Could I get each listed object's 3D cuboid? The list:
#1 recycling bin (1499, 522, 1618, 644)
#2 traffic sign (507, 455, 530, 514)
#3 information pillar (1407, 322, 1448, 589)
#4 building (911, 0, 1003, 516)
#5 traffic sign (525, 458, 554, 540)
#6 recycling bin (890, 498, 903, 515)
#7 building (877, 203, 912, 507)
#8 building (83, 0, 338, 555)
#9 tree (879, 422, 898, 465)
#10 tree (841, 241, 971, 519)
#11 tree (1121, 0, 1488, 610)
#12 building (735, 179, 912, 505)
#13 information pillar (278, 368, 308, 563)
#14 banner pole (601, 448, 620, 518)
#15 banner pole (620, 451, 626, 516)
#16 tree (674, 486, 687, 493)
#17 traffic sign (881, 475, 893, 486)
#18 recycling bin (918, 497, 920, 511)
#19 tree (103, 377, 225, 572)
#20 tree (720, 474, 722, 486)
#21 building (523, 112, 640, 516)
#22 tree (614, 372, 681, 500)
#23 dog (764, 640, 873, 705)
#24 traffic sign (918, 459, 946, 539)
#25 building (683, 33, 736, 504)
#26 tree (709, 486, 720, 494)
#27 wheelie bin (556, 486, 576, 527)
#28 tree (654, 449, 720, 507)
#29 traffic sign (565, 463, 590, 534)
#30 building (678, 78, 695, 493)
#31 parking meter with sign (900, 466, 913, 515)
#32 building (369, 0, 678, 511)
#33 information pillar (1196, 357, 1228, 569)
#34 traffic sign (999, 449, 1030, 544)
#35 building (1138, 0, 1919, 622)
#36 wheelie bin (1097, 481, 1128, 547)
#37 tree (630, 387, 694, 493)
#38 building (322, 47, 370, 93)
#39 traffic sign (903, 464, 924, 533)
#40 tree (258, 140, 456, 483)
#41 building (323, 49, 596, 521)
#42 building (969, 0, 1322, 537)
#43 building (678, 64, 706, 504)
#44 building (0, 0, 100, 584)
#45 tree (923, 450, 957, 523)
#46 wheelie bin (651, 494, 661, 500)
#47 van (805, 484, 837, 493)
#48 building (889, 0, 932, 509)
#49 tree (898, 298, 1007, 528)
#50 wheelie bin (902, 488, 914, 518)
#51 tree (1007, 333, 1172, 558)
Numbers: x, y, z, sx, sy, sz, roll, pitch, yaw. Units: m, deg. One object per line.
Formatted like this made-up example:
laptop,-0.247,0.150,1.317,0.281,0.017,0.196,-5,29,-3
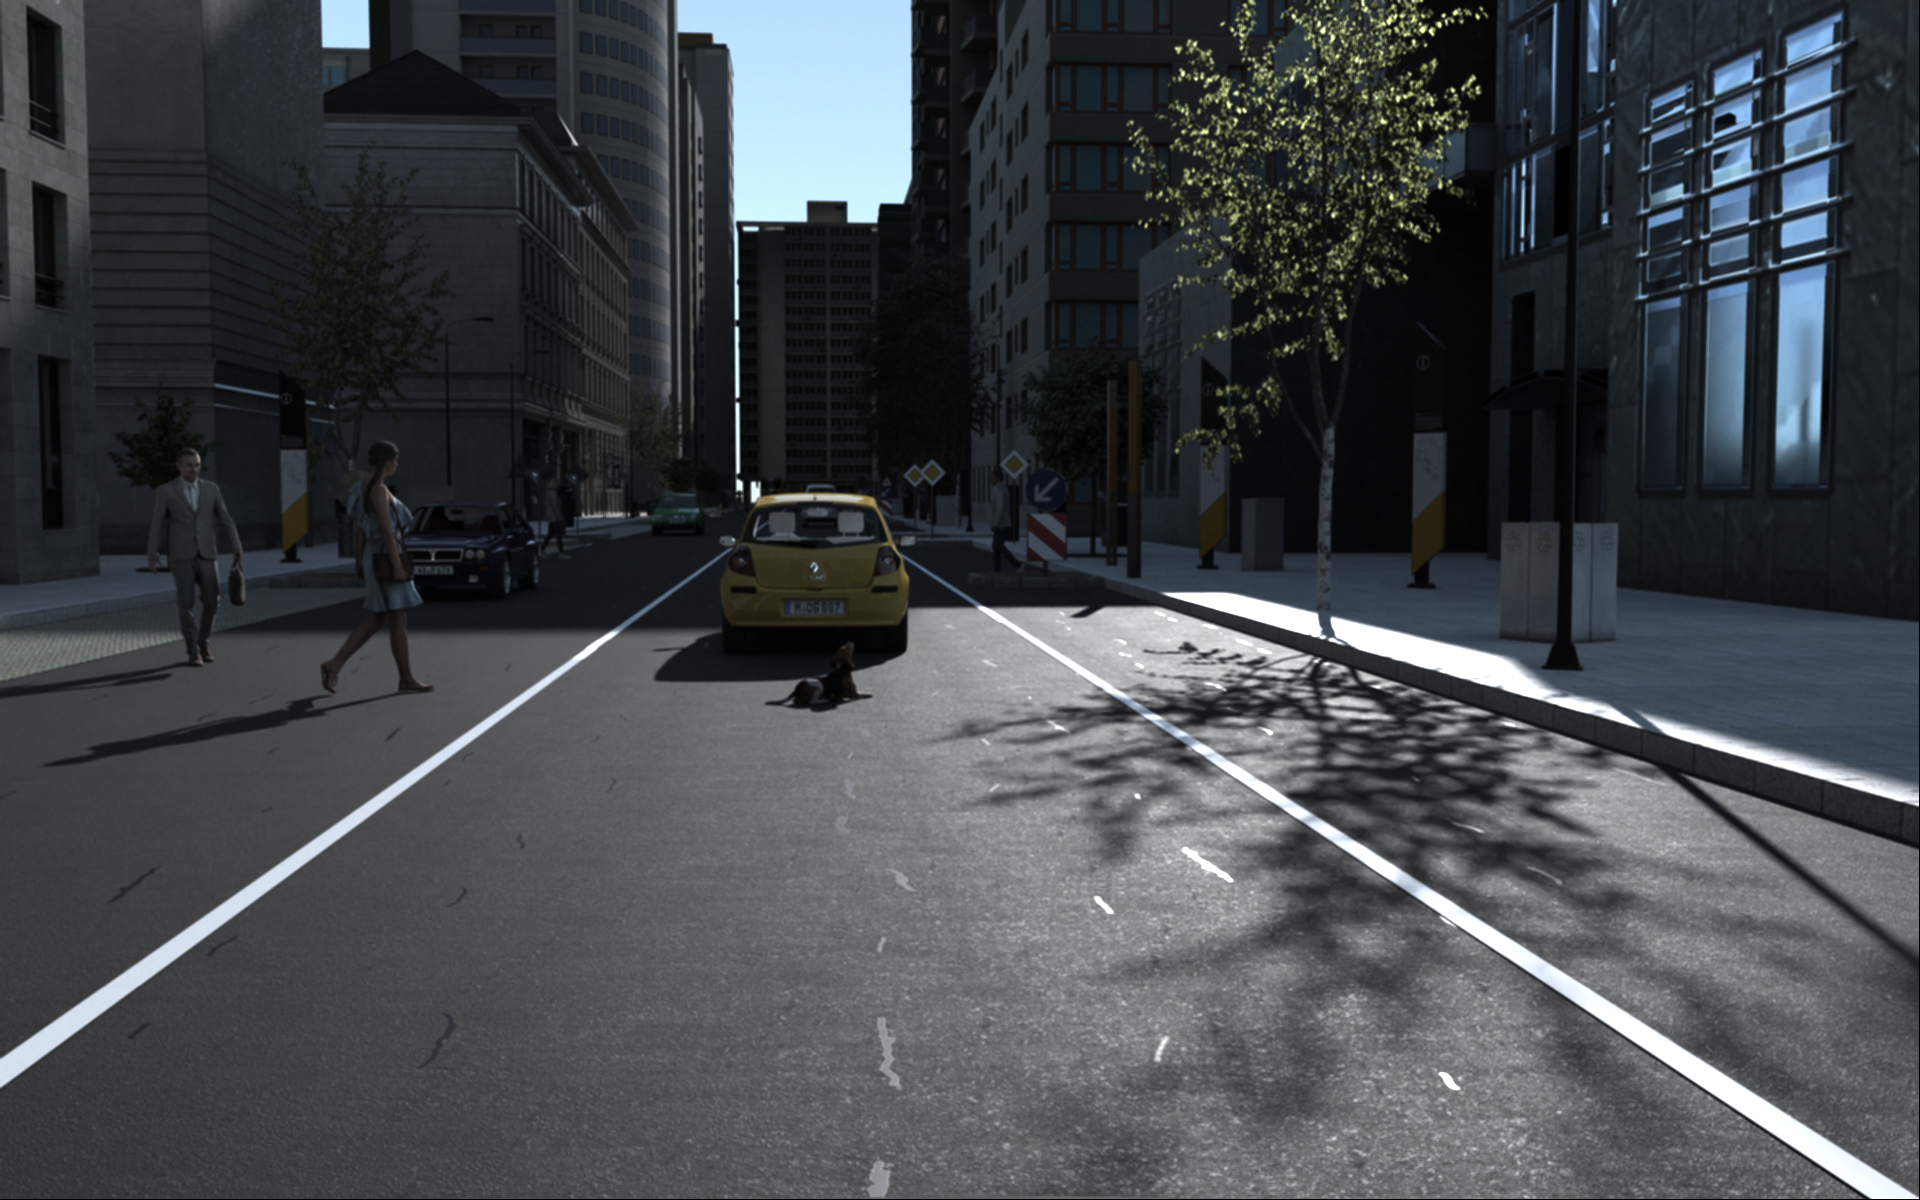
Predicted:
recycling bin,5.263,-0.164,15.241,0.722,1.027,0.722,-2,4,-29
traffic sign,-14.495,-3.495,57.139,0.884,2.594,0.081,0,4,0
information pillar,6.360,-1.966,23.497,0.183,3.616,0.504,-3,5,-40
building,8.322,-27.777,108.774,22.147,44.769,28.867,0,4,-5
traffic sign,-11.688,-2.721,48.123,0.795,2.450,0.064,0,4,-5
recycling bin,-3.884,-5.711,105.921,0.722,1.027,0.722,-1,4,-13
building,-1.356,-24.648,174.701,14.160,30.474,14.107,0,4,-5
building,-24.971,-11.666,39.895,18.267,20.994,9.793,0,4,-5
tree,-4.163,-10.755,126.214,4.360,8.622,3.978,0,3,0
tree,-1.153,-11.128,88.592,9.857,13.997,8.962,0,3,0
tree,4.001,-4.211,19.216,4.360,8.622,3.978,0,3,0
building,-17.790,-33.056,232.347,23.993,40.220,32.217,0,4,-5
information pillar,-12.449,-2.506,32.331,0.504,3.616,0.183,0,4,5
banner pole,-19.041,-6.337,93.625,0.401,3.779,0.863,3,5,43
banner pole,-19.980,-6.826,101.628,0.863,3.779,0.401,-1,4,-8
tree,-22.356,-8.803,138.524,1.663,3.219,1.824,0,3,0
traffic sign,-5.003,-7.250,118.536,0.884,2.594,0.081,0,4,-1
recycling bin,-2.691,-7.265,131.337,0.722,1.027,0.722,-2,4,-32
tree,-13.282,-2.099,28.916,1.663,3.219,1.824,0,3,0
tree,-26.373,-11.941,178.955,4.285,4.588,4.351,0,3,0
building,-30.116,-17.020,111.568,16.112,22.955,30.059,0,4,-5
tree,-18.722,-9.419,104.357,4.360,8.622,3.978,0,3,0
dog,-0.981,0.500,12.025,0.748,0.427,0.550,0,4,-2
traffic sign,-0.784,-2.778,49.062,0.795,2.450,0.064,0,4,-5
building,-43.433,-41.732,224.314,28.212,58.520,21.231,0,4,-5
tree,-26.341,-11.666,185.344,1.663,3.219,1.824,0,3,0
wheelie bin,-15.225,-3.607,66.883,0.693,1.594,0.980,1,4,23
tree,-20.622,-8.678,125.596,4.285,4.588,4.351,0,3,0
traffic sign,-12.390,-3.207,56.077,0.795,2.450,0.064,0,4,-5
building,-32.897,-29.426,164.703,14.154,41.232,14.086,0,4,-5
parking meter with sign,-3.382,-6.821,107.783,0.543,3.016,1.738,-2,4,-33
building,-34.774,-36.747,142.812,21.231,58.520,28.212,0,4,-5
information pillar,4.308,-2.333,29.503,0.504,3.616,0.183,3,4,39
traffic sign,1.391,-2.646,44.448,0.795,2.450,0.064,0,4,-1
building,17.384,-43.926,30.860,22.319,86.520,31.000,0,4,-5
wheelie bin,3.764,-2.110,42.404,0.980,1.594,0.693,-1,4,-13
tree,-20.257,-10.249,117.939,4.737,8.622,4.395,0,3,0
building,-65.468,-34.843,189.295,30.456,49.044,23.786,0,4,-5
traffic sign,-1.487,-3.264,57.016,0.795,2.450,0.064,0,4,-5
tree,-12.936,-5.291,36.873,4.737,8.622,4.395,0,3,0
building,-23.845,-13.819,76.844,10.553,20.767,40.483,0,4,-5
building,16.025,-13.769,70.161,28.899,21.520,27.650,0,4,-5
building,-39.602,-34.775,192.277,21.600,48.544,21.300,0,4,-5
building,-17.982,-9.977,17.871,10.420,20.320,16.860,0,4,-5
tree,-0.874,-4.988,76.150,1.663,3.219,1.824,0,3,0
wheelie bin,-18.711,-6.048,106.789,0.693,1.594,0.980,0,4,6
van,-6.108,-4.227,76.126,2.013,2.044,4.112,0,4,-4
building,4.265,-43.868,155.491,20.563,71.187,20.611,0,4,-5
tree,-0.127,-7.048,65.602,4.360,8.622,3.978,0,3,0
wheelie bin,-2.726,-5.158,92.235,0.693,1.594,0.980,0,4,8
tree,2.658,-3.169,35.533,4.285,4.588,4.351,0,3,0
